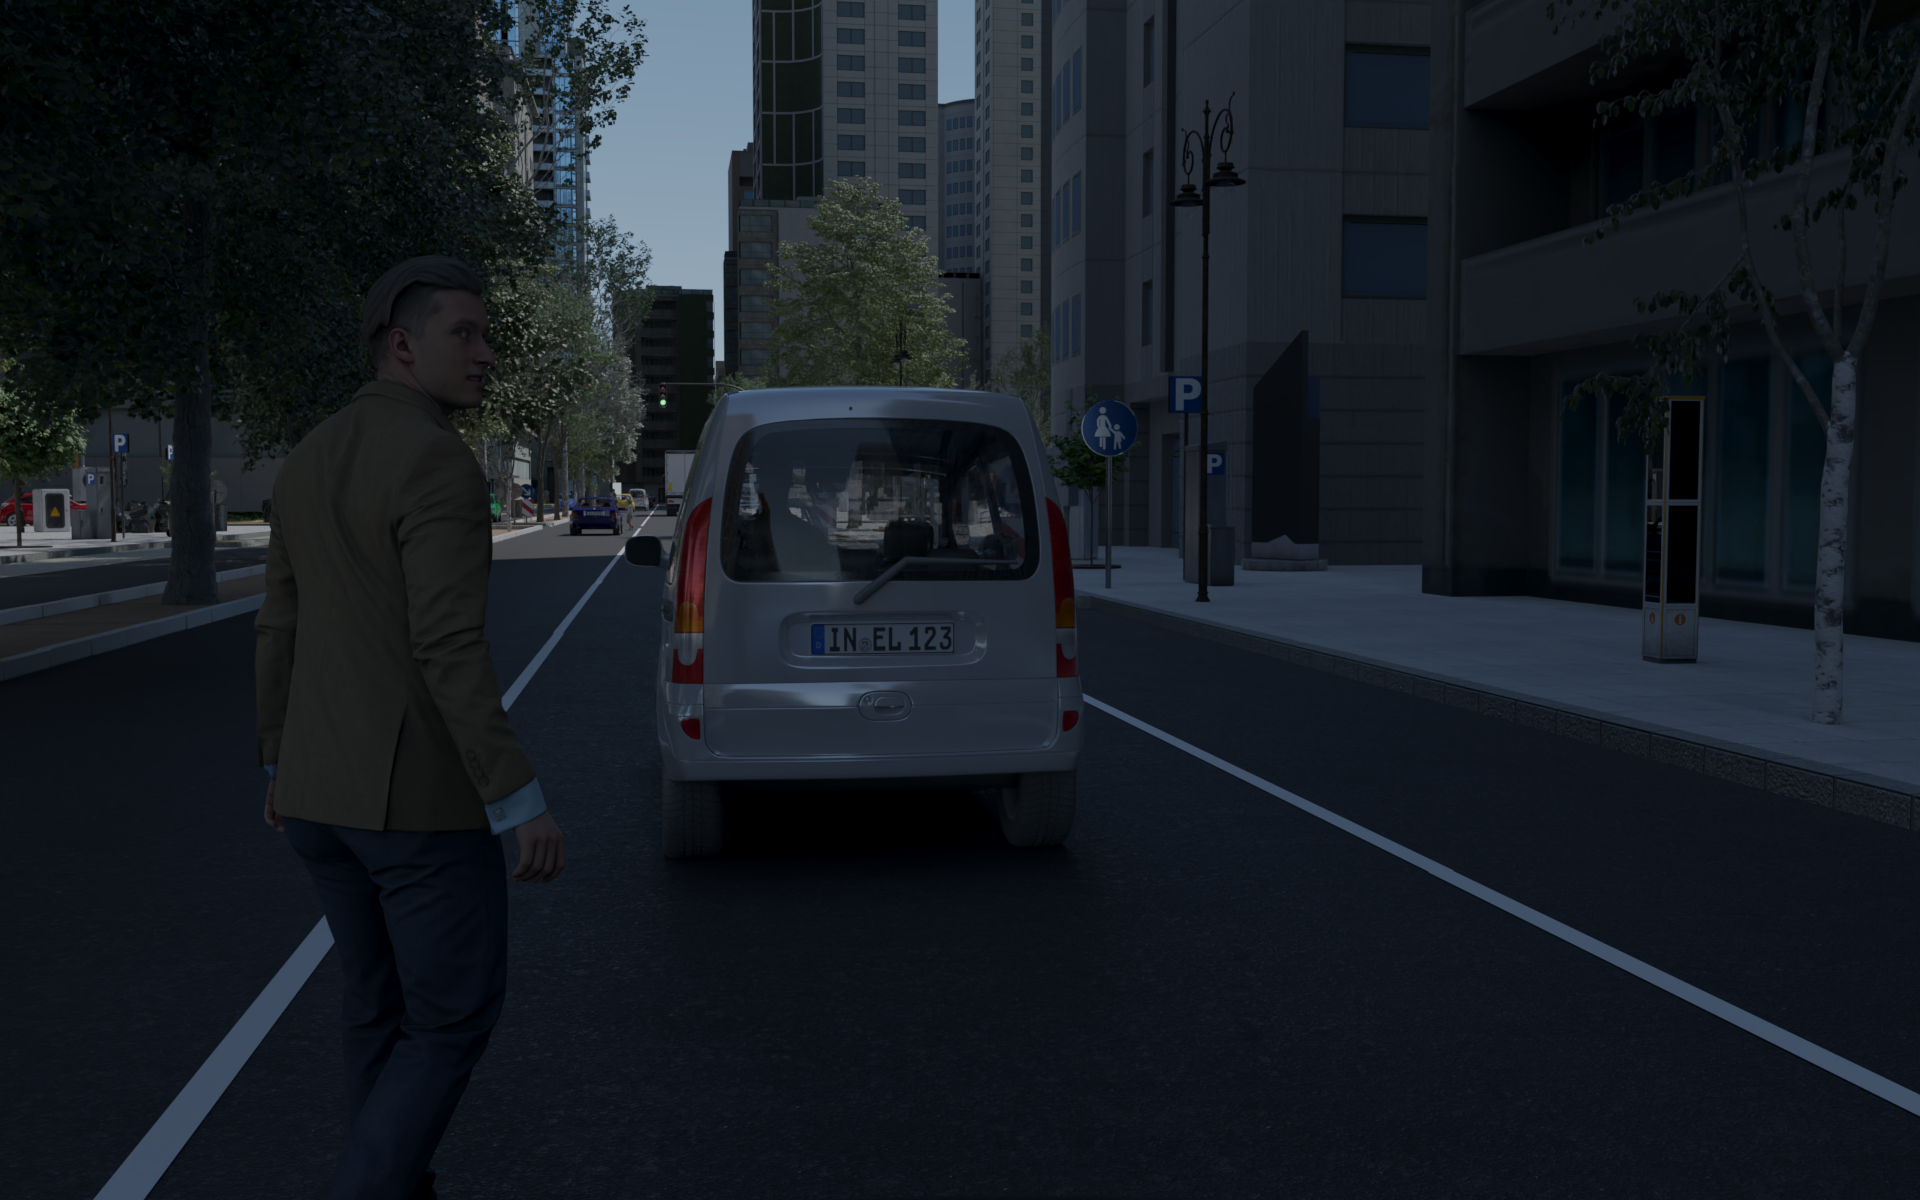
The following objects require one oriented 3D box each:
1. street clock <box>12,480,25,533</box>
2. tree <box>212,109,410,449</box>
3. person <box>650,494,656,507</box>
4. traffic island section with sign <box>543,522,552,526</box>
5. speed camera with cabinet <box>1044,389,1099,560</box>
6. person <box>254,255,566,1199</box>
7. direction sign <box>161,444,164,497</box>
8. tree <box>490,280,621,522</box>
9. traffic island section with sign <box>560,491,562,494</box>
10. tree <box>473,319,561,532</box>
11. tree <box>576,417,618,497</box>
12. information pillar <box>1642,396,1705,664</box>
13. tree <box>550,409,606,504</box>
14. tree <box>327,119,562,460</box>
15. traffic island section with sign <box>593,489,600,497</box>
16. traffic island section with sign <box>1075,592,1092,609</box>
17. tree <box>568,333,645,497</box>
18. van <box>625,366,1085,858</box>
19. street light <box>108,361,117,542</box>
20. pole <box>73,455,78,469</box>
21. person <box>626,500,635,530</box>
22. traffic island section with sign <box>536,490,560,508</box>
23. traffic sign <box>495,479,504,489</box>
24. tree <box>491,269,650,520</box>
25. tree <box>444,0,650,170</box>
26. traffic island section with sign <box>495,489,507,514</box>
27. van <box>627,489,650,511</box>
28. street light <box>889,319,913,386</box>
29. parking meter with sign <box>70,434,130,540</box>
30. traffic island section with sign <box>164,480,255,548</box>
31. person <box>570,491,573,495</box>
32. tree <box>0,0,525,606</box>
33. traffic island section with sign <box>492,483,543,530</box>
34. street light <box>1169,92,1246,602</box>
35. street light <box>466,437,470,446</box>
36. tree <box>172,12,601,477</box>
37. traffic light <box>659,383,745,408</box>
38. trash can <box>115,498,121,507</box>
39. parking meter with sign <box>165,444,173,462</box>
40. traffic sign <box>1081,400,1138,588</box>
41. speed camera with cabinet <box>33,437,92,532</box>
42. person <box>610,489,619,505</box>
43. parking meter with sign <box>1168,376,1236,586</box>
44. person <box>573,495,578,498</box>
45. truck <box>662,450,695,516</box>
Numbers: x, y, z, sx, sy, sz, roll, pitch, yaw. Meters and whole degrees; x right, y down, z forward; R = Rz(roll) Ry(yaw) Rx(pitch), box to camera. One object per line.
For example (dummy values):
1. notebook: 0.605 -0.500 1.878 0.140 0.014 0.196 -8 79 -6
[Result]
1. street clock: -31.008 -3.214 57.116 0.471 2.002 0.358 3 4 38
2. tree: -11.274 -4.694 29.560 4.737 8.622 4.395 0 3 0
3. person: -34.838 -11.285 196.245 0.697 1.427 0.421 1 4 11
4. traffic island section with sign: -19.348 -4.243 77.508 2.006 1.907 1.989 -1 4 -10
5. speed camera with cabinet: 2.133 -2.393 33.457 0.660 3.252 2.038 1 4 20
6. person: -0.944 0.336 2.922 0.656 1.842 0.836 1 4 8
7. direction sign: -36.094 -5.285 78.403 0.379 3.537 0.876 -1 4 -22
8. tree: -19.995 -9.441 82.573 9.928 11.665 9.643 0 3 0
9. traffic island section with sign: -46.927 -11.979 204.490 1.989 1.847 2.006 -1 4 -10
10. tree: -17.170 -6.907 65.743 4.360 8.622 3.978 0 3 0
11. tree: -30.506 -11.713 144.330 4.360 8.622 3.978 0 3 0
12. information pillar: 5.418 -0.531 13.167 0.304 2.012 0.304 0 4 -6
13. tree: -26.051 -10.068 117.430 4.737 8.622 4.395 0 3 0
14. tree: -14.639 -7.692 46.355 7.486 12.596 7.792 0 3 0
15. traffic island section with sign: -31.906 -8.774 151.594 2.006 1.907 1.989 -1 4 -10
16. traffic island section with sign: 0.518 -0.844 22.435 1.989 1.847 2.006 -1 4 -10
17. tree: -29.424 -13.941 137.053 9.857 13.997 8.962 0 3 0
18. van: -0.596 -0.078 8.280 2.013 2.044 4.112 -1 4 -9
19. street light: -22.542 -4.475 45.953 0.468 5.910 1.993 -1 4 -10
20. pole: -38.064 -4.939 74.597 0.158 3.312 0.155 0 3 0
21. person: -12.971 -3.353 68.337 0.382 1.210 0.505 -1 4 -22
22. traffic island section with sign: -42.293 -10.310 177.188 1.989 1.847 2.006 -1 4 -10
23. traffic sign: -39.389 -9.047 148.023 0.768 2.556 0.104 0 4 -2
24. tree: -21.920 -11.075 93.905 12.009 13.543 11.850 0 3 0
25. tree: -16.980 -12.134 56.732 12.611 20.169 13.585 0 3 0
26. traffic island section with sign: -33.920 -7.284 127.715 1.989 1.847 2.006 -1 4 -10
27. van: -27.088 -8.479 145.650 2.013 2.044 4.112 0 4 -8
28. street light: -1.568 -4.479 46.018 0.468 5.910 1.993 -1 4 -10
29. parking meter with sign: -24.489 -3.243 49.285 0.543 3.016 1.738 1 4 19
30. traffic island section with sign: -20.226 -2.336 46.821 1.989 1.847 2.006 -1 4 -10
31. person: -38.912 -10.020 173.011 0.721 1.739 1.217 -1 4 -17
32. tree: -9.993 -6.912 22.126 9.857 13.997 8.962 0 3 0
33. traffic island section with sign: -18.120 -3.796 70.203 2.006 1.907 1.989 -1 4 -10
34. street light: 2.895 -2.916 20.472 0.468 5.910 1.993 -1 4 -10
35. street light: -36.494 -9.529 128.584 0.468 5.910 1.993 -1 4 -10
36. tree: -12.890 -7.243 37.891 9.611 12.733 9.660 0 3 0
37. traffic light: -9.914 -5.897 71.089 4.771 5.953 1.251 -1 4 -10
38. trash can: -29.904 -3.012 60.901 0.748 1.137 0.748 0 3 0
39. parking meter with sign: -26.881 -3.949 60.830 1.738 3.016 0.543 0 4 -6
40. traffic sign: 2.018 -1.430 23.492 0.768 2.556 0.104 0 4 -3
41. speed camera with cabinet: -30.379 -3.948 58.884 0.660 3.252 2.038 2 4 35
42. person: -24.218 -6.887 121.197 0.616 1.811 0.778 1 4 14
43. parking meter with sign: 3.509 -1.748 24.838 0.543 3.016 1.738 -1 4 -11
44. person: -47.574 -12.588 214.303 0.705 1.826 1.348 1 4 16
45. truck: -18.635 -7.825 116.851 2.839 4.237 11.283 -1 4 -10
